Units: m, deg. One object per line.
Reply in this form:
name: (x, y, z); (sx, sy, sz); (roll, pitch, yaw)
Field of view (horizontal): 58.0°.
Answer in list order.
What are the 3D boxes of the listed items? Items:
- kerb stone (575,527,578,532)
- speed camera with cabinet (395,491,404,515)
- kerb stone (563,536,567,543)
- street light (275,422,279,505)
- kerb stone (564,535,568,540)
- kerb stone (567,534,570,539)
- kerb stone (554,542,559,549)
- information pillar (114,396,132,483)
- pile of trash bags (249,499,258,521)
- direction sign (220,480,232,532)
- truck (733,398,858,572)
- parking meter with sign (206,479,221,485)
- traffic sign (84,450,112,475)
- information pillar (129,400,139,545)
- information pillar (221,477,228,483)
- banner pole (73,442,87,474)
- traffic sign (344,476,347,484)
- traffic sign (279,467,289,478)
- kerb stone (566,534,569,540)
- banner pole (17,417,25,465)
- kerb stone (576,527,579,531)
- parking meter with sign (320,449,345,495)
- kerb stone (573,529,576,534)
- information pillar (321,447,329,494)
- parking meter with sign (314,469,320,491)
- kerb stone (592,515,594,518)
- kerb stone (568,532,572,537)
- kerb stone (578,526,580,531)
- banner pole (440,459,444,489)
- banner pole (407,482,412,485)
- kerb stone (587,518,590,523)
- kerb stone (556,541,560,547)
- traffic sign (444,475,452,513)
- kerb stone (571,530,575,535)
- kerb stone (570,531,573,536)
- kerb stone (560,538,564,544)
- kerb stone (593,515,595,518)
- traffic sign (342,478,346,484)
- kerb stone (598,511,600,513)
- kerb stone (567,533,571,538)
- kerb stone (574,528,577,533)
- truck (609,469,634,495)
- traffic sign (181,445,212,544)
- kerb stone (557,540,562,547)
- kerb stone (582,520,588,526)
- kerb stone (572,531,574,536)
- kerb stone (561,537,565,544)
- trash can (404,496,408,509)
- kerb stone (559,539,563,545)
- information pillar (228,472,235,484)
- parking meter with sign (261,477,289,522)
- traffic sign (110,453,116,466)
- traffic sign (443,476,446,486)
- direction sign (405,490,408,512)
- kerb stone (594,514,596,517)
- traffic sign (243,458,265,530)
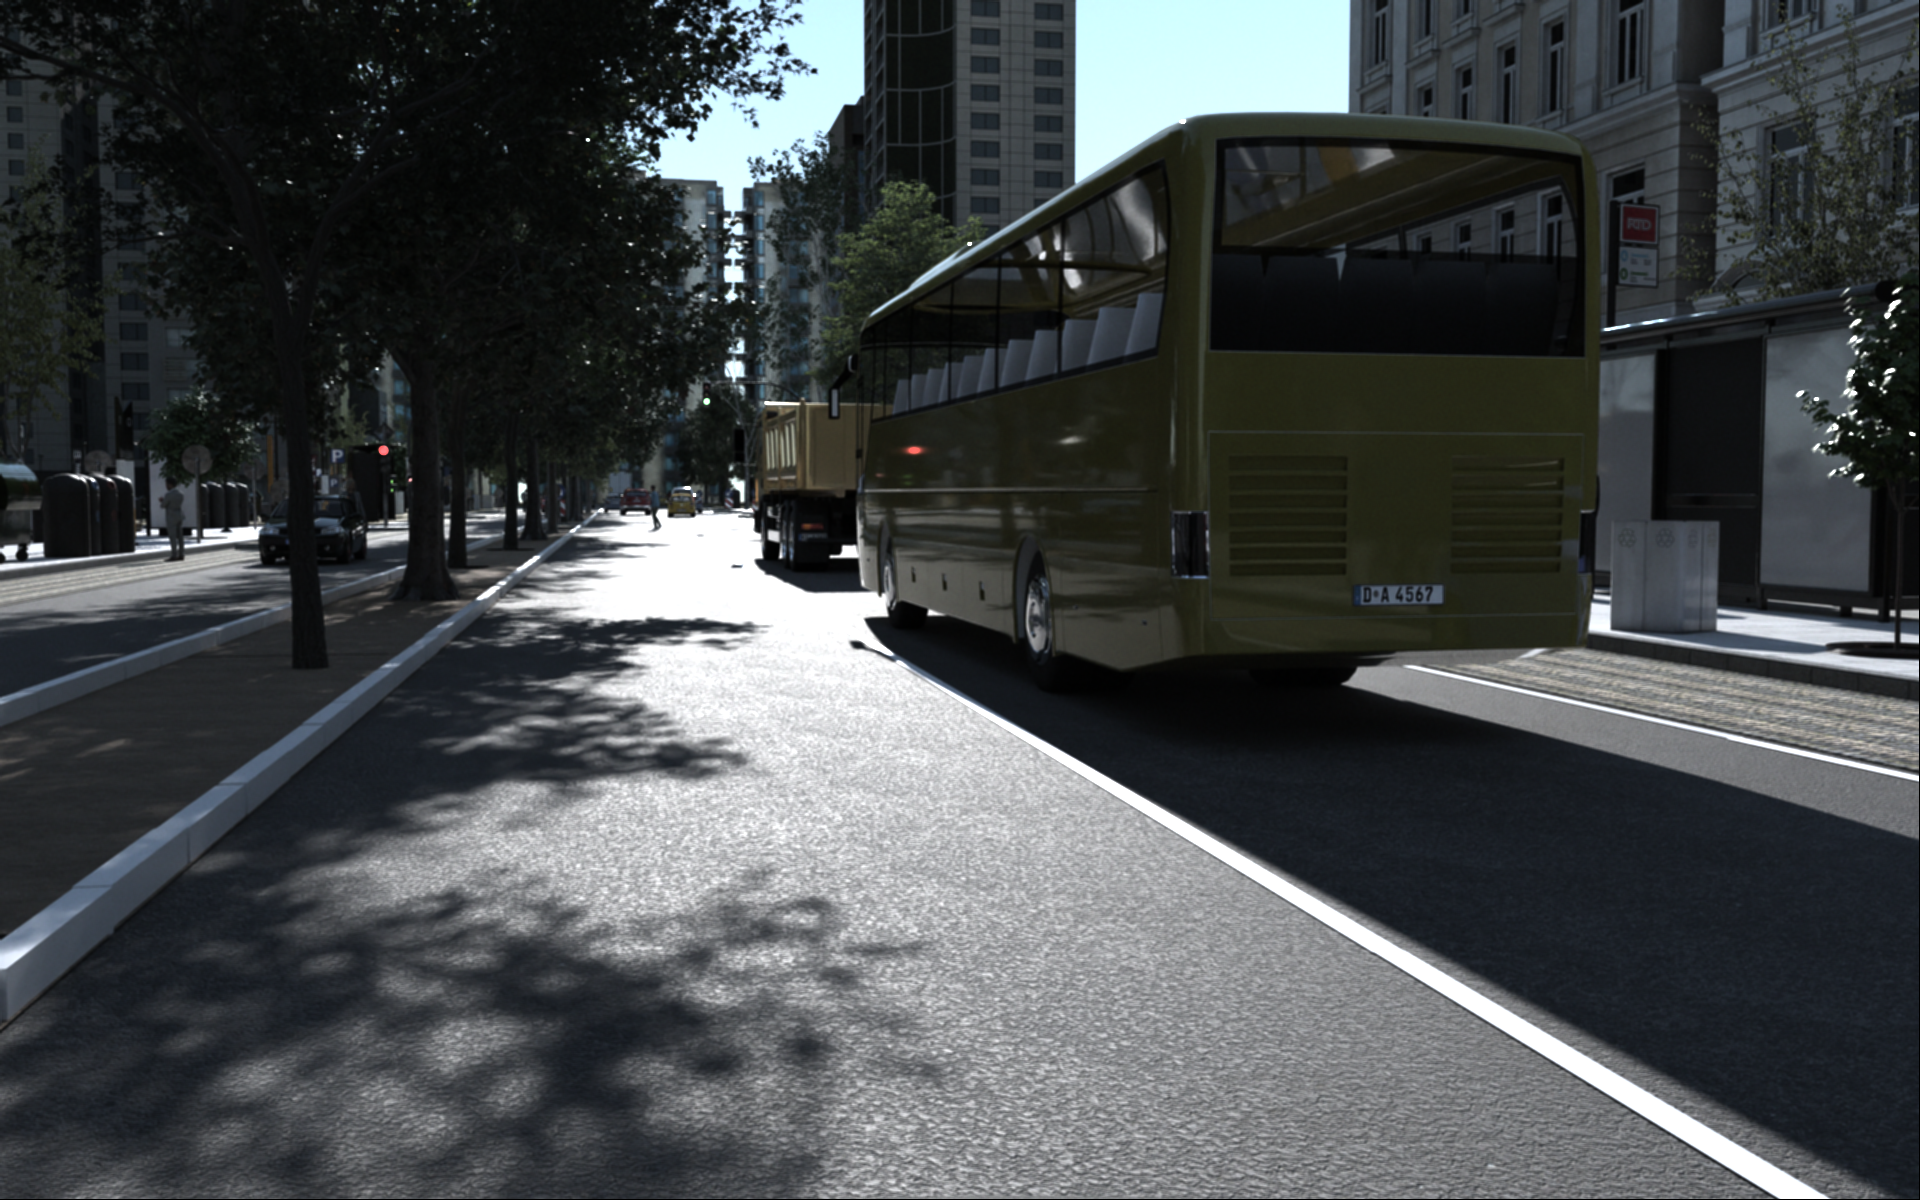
kerb stone: (-13.737, -2.406, 61.537); (0.120, 0.150, 1.000); (-1, 4, -11)
speed camera with cabinet: (-35.523, -6.965, 108.218); (0.660, 3.252, 2.038); (1, 4, 11)
kerb stone: (-11.376, -1.667, 49.447); (0.120, 0.150, 1.000); (-1, 4, -11)
street light: (-22.377, -5.130, 56.670); (0.468, 5.910, 1.993); (-1, 4, -11)
kerb stone: (-11.570, -1.728, 50.454); (0.120, 0.150, 1.000); (-1, 4, -11)
kerb stone: (-11.972, -1.848, 52.476); (0.120, 0.150, 1.000); (-1, 4, -11)
kerb stone: (-10.201, -1.297, 43.394); (0.120, 0.150, 1.000); (-1, 4, -11)
information pillar: (-20.214, -3.080, 41.711); (0.183, 3.616, 0.504); (-1, 4, -12)
pile of trash bags: (-34.823, -4.378, 81.340); (3.447, 1.369, 1.912); (-1, 4, -23)
direction sign: (-24.905, -4.079, 58.696); (0.876, 3.537, 0.379); (1, 4, 23)
truck: (-2.650, -2.436, 35.749); (3.469, 3.379, 9.791); (-1, 4, -12)
parking meter with sign: (-33.768, -5.018, 78.301); (0.543, 3.016, 1.738); (0, 4, 0)
traffic sign: (-25.002, -3.068, 50.261); (0.768, 2.556, 0.104); (-1, 4, -10)
information pillar: (-20.685, -3.160, 43.020); (0.183, 3.616, 0.504); (1, 4, 9)
information pillar: (-47.415, -7.333, 111.248); (0.183, 3.616, 0.504); (-2, 4, -35)
banner pole: (-42.661, -5.754, 84.101); (0.863, 3.779, 0.401); (0, 4, 7)
traffic sign: (-35.319, -6.050, 100.100); (0.795, 2.450, 0.064); (0, 4, -4)
traffic sign: (-30.954, -4.874, 79.794); (0.768, 2.556, 0.104); (-1, 4, -9)
kerb stone: (-11.778, -1.790, 51.470); (0.120, 0.150, 1.000); (-1, 4, -11)
banner pole: (-28.201, -3.796, 52.076); (0.401, 3.779, 0.863); (-1, 4, -16)
kerb stone: (-13.931, -2.466, 62.540); (0.120, 0.150, 1.000); (-1, 4, -11)
parking meter with sign: (-23.852, -4.270, 66.069); (0.543, 3.016, 1.738); (-1, 4, -11)
kerb stone: (-13.146, -2.216, 58.512); (0.120, 0.150, 1.000); (-1, 4, -11)
information pillar: (-27.945, -5.190, 76.218); (0.183, 3.616, 0.504); (0, 4, 8)
parking meter with sign: (-44.688, -7.548, 119.669); (1.738, 3.016, 0.543); (3, 5, 41)
kerb stone: (-20.114, -4.402, 94.212); (0.120, 0.150, 1.000); (-1, 4, -11)
kerb stone: (-12.361, -1.971, 54.488); (0.120, 0.150, 1.000); (-1, 4, -11)
kerb stone: (-14.325, -2.590, 64.547); (0.120, 0.150, 1.000); (-1, 4, -11)
banner pole: (-35.946, -7.873, 118.743); (0.401, 3.779, 0.863); (-3, 5, -41)
banner pole: (-37.963, -7.939, 119.819); (0.863, 3.779, 0.401); (2, 4, 30)
kerb stone: (-18.160, -3.790, 84.163); (0.120, 0.150, 1.000); (-1, 4, -11)
kerb stone: (-10.392, -1.355, 44.401); (0.120, 0.150, 1.000); (-1, 4, -11)
traffic sign: (-33.663, -6.993, 114.448); (0.768, 2.556, 0.104); (0, 4, -6)
kerb stone: (-12.955, -2.160, 57.504); (0.120, 0.150, 1.000); (-1, 4, -11)
kerb stone: (-12.555, -2.036, 55.492); (0.120, 0.150, 1.000); (-1, 4, -11)
kerb stone: (-10.986, -1.543, 47.426); (0.120, 0.150, 1.000); (-1, 4, -11)
kerb stone: (-20.517, -4.527, 96.229); (0.120, 0.150, 1.000); (-1, 4, -11)
traffic sign: (-34.930, -5.884, 97.385); (0.795, 2.450, 0.064); (0, 4, -5)
kerb stone: (-24.241, -5.695, 115.349); (0.120, 0.150, 1.000); (-1, 4, -11)
kerb stone: (-12.170, -1.913, 53.481); (0.120, 0.150, 1.000); (-1, 4, -11)
kerb stone: (-13.545, -2.340, 60.531); (0.120, 0.150, 1.000); (-1, 4, -11)
truck: (-39.457, -13.011, 201.647); (2.839, 4.237, 11.283); (-1, 4, -9)
traffic sign: (-19.729, -2.734, 44.813); (0.768, 2.556, 0.104); (0, 4, -8)
kerb stone: (-10.589, -1.420, 45.415); (0.120, 0.150, 1.000); (-1, 4, -11)
kerb stone: (-16.970, -3.421, 78.121); (0.120, 0.150, 1.000); (-1, 4, -11)
kerb stone: (-12.755, -2.098, 56.502); (0.120, 0.150, 1.000); (-1, 4, -11)
kerb stone: (-11.188, -1.603, 48.434); (0.120, 0.150, 1.000); (-1, 4, -11)
trash can: (-46.762, -8.199, 145.703); (0.748, 1.137, 0.748); (0, 3, 0)
kerb stone: (-10.792, -1.482, 46.418); (0.120, 0.150, 1.000); (-1, 4, -11)
information pillar: (-50.223, -7.830, 119.370); (0.504, 3.616, 0.183); (0, 4, 2)
parking meter with sign: (-31.031, -5.067, 79.108); (1.738, 3.016, 0.543); (0, 4, -4)
traffic sign: (-26.153, -3.287, 53.849); (0.768, 2.556, 0.104); (0, 4, -1)
traffic sign: (-36.490, -7.456, 122.003); (0.768, 2.556, 0.104); (0, 4, -1)
direction sign: (-38.861, -7.913, 121.382); (0.876, 3.537, 0.379); (2, 4, 34)
kerb stone: (-21.098, -4.713, 99.252); (0.120, 0.150, 1.000); (-1, 4, -11)
traffic sign: (-25.260, -3.786, 61.999); (0.768, 2.556, 0.104); (0, 4, -4)
